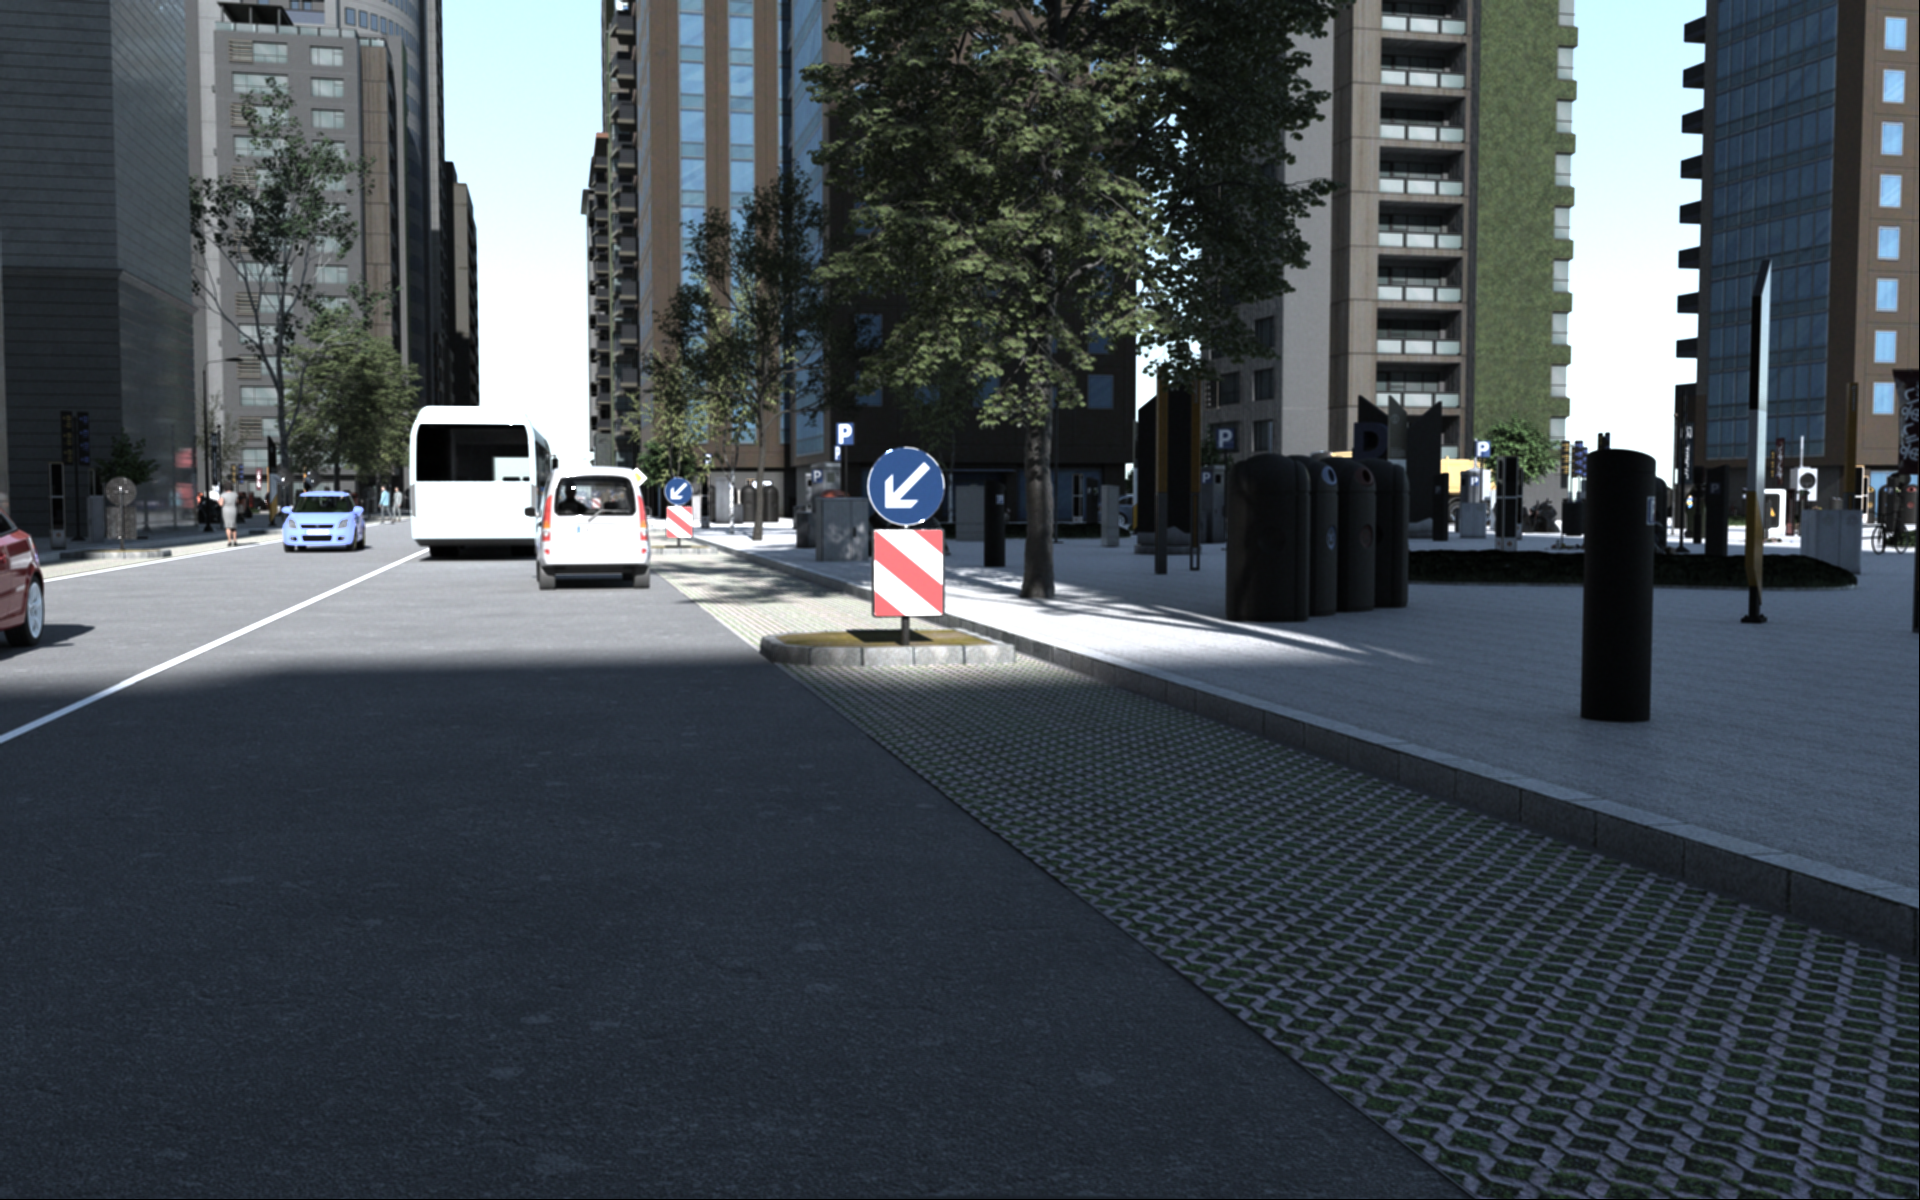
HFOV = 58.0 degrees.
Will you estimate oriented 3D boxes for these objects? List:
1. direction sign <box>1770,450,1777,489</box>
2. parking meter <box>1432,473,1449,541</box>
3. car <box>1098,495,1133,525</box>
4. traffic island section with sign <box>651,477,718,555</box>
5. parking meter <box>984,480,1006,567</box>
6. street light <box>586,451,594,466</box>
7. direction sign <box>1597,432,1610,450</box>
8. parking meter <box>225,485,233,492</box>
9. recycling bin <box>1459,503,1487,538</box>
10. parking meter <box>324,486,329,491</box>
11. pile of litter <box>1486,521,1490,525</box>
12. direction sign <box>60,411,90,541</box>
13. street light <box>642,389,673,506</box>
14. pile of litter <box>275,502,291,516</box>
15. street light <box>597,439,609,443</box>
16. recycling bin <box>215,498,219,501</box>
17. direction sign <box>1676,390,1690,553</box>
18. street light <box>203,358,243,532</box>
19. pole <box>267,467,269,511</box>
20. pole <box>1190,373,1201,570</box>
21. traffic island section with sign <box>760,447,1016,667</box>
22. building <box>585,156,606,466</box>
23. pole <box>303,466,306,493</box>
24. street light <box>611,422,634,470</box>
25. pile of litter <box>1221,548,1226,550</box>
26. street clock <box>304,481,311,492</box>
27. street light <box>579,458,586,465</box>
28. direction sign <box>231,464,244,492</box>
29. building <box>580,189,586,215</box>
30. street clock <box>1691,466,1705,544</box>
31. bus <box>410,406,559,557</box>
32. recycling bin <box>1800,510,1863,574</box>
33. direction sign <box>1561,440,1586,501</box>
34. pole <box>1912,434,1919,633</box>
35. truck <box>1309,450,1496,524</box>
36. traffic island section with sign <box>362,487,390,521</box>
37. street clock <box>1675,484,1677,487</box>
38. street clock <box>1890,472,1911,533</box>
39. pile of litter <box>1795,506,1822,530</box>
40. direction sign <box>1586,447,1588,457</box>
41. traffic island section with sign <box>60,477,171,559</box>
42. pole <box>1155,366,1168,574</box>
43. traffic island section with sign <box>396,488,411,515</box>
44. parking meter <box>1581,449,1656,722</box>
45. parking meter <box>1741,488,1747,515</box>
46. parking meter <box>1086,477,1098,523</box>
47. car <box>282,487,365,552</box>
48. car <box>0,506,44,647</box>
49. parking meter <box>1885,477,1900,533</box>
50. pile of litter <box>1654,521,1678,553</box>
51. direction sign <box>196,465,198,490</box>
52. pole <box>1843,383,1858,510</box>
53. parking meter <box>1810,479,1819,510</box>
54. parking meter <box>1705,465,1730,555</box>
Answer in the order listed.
[{"bbox_3d":[41.663,-5.911,88.636,0.876,3.537,0.379,-3,4,-39],"label":"direction sign"},{"bbox_3d":[13.169,-2.554,47.468,0.255,1.863,0.399,-2,4,-33],"label":"parking meter"},{"bbox_3d":[7.812,-3.826,74.552,4.499,1.417,2.014,-1,4,-12],"label":"car"},{"bbox_3d":[-6.938,-2.026,41.760,1.989,1.847,2.006,-1,4,-13],"label":"traffic island section with sign"},{"bbox_3d":[0.612,-1.356,30.589,0.372,1.533,0.369,0,3,0],"label":"parking meter"},{"bbox_3d":[-39.283,-13.123,187.100,1.470,5.913,1.316,-1,4,-13],"label":"street light"},{"bbox_3d":[23.671,-4.389,63.760,0.379,3.537,0.876,0,4,-7],"label":"direction sign"},{"bbox_3d":[-45.152,-6.195,107.007,0.255,1.863,0.399,3,5,40],"label":"parking meter"},{"bbox_3d":[14.977,-2.327,50.597,0.722,1.027,0.722,1,4,12],"label":"recycling bin"},{"bbox_3d":[-47.957,-7.683,131.327,0.399,1.863,0.255,-1,4,-10],"label":"parking meter"},{"bbox_3d":[22.329,-3.474,70.771,1.719,0.858,1.176,3,4,39],"label":"pile of litter"},{"bbox_3d":[-24.245,-3.397,47.530,0.379,3.537,0.876,1,4,22],"label":"direction sign"},{"bbox_3d":[-13.372,-6.384,76.925,1.470,5.913,1.316,-1,4,-13],"label":"street light"},{"bbox_3d":[-39.628,-5.373,101.820,1.719,0.858,1.176,2,4,31],"label":"pile of litter"},{"bbox_3d":[-31.208,-11.009,152.539,1.470,5.913,1.316,-1,4,-13],"label":"street light"},{"bbox_3d":[-53.111,-6.841,124.404,0.722,1.027,0.722,-1,4,-12],"label":"recycling bin"},{"bbox_3d":[15.855,-2.812,37.974,0.379,3.537,0.876,2,4,27],"label":"direction sign"},{"bbox_3d":[-25.144,-5.294,59.100,1.470,5.913,1.316,-1,4,-13],"label":"street light"},{"bbox_3d":[-51.678,-8.301,129.569,0.158,3.312,0.155,0,3,0],"label":"pole"},{"bbox_3d":[3.956,-2.154,29.065,0.158,3.312,0.155,0,3,0],"label":"pole"},{"bbox_3d":[-0.724,-0.407,15.281,1.989,1.847,2.006,-1,4,-13],"label":"traffic island section with sign"},{"bbox_3d":[-41.717,-41.346,265.252,28.713,52.752,27.495,-1,4,-13],"label":"building"},{"bbox_3d":[-46.663,-7.926,123.432,0.158,3.312,0.155,0,3,0],"label":"pole"},{"bbox_3d":[-21.633,-8.512,111.712,1.470,5.913,1.316,-1,4,-13],"label":"street light"},{"bbox_3d":[6.864,-1.563,39.512,1.719,0.858,1.176,2,4,24],"label":"pile of litter"},{"bbox_3d":[-36.151,-5.588,95.938,0.358,2.002,0.471,-3,5,-40],"label":"street clock"},{"bbox_3d":[-49.756,-15.837,231.482,1.470,5.913,1.316,-1,4,-13],"label":"street light"},{"bbox_3d":[-54.821,-8.527,131.410,0.876,3.537,0.379,-1,4,-20],"label":"direction sign"},{"bbox_3d":[-48.769,-42.969,291.789,28.713,52.752,27.495,-1,4,-13],"label":"building"},{"bbox_3d":[19.138,-2.466,44.893,0.358,2.002,0.471,2,4,29],"label":"street clock"},{"bbox_3d":[-11.564,-2.934,42.836,2.948,3.499,13.247,-1,4,-12],"label":"bus"},{"bbox_3d":[14.082,-0.945,28.005,0.722,1.027,0.722,0,4,7],"label":"recycling bin"},{"bbox_3d":[25.881,-4.973,73.305,0.876,3.537,0.379,1,4,18],"label":"direction sign"},{"bbox_3d":[8.926,-1.350,15.918,0.158,3.312,0.155,0,3,0],"label":"pole"},{"bbox_3d":[19.621,-5.005,77.762,9.791,3.379,3.469,-1,4,-11],"label":"truck"},{"bbox_3d":[-31.456,-5.118,92.299,1.989,1.847,2.006,-1,4,-13],"label":"traffic island section with sign"},{"bbox_3d":[47.564,-6.729,114.595,0.471,2.002,0.358,-1,4,-22],"label":"street clock"},{"bbox_3d":[30.417,-3.143,55.965,0.358,2.002,0.471,-1,4,-20],"label":"street clock"},{"bbox_3d":[30.153,-2.907,61.488,1.719,0.858,1.176,0,4,-6],"label":"pile of litter"},{"bbox_3d":[29.759,-5.582,83.265,0.876,3.537,0.379,-1,4,-15],"label":"direction sign"},{"bbox_3d":[-18.931,-1.855,38.963,1.989,1.847,2.006,-1,4,-13],"label":"traffic island section with sign"},{"bbox_3d":[3.220,-2.069,27.676,0.158,3.312,0.155,0,3,0],"label":"pole"},{"bbox_3d":[-37.659,-6.731,118.678,1.989,1.847,2.006,-1,4,-13],"label":"traffic island section with sign"},{"bbox_3d":[3.751,-0.089,9.871,0.372,1.533,0.369,0,3,0],"label":"parking meter"},{"bbox_3d":[32.998,-3.930,72.661,0.372,1.533,0.369,0,3,0],"label":"parking meter"},{"bbox_3d":[4.571,-3.311,59.844,0.255,1.863,0.399,-3,4,-36],"label":"parking meter"},{"bbox_3d":[-16.105,-2.100,43.919,1.945,1.707,3.694,-1,4,-14],"label":"car"},{"bbox_3d":[-9.221,-0.348,14.725,2.155,1.783,4.494,-1,4,-15],"label":"car"},{"bbox_3d":[31.140,-3.184,57.776,0.255,1.863,0.399,-1,4,-17],"label":"parking meter"},{"bbox_3d":[13.165,-1.123,32.321,1.176,0.858,1.719,2,4,28],"label":"pile of litter"},{"bbox_3d":[-54.648,-8.076,124.044,0.379,3.537,0.876,-1,4,-21],"label":"direction sign"},{"bbox_3d":[16.352,-2.323,31.827,0.158,3.312,0.155,0,3,0],"label":"pole"},{"bbox_3d":[33.425,-3.797,67.787,0.255,1.863,0.399,2,4,23],"label":"parking meter"},{"bbox_3d":[15.249,-1.786,34.909,0.255,1.863,0.399,-3,5,-41],"label":"parking meter"}]
